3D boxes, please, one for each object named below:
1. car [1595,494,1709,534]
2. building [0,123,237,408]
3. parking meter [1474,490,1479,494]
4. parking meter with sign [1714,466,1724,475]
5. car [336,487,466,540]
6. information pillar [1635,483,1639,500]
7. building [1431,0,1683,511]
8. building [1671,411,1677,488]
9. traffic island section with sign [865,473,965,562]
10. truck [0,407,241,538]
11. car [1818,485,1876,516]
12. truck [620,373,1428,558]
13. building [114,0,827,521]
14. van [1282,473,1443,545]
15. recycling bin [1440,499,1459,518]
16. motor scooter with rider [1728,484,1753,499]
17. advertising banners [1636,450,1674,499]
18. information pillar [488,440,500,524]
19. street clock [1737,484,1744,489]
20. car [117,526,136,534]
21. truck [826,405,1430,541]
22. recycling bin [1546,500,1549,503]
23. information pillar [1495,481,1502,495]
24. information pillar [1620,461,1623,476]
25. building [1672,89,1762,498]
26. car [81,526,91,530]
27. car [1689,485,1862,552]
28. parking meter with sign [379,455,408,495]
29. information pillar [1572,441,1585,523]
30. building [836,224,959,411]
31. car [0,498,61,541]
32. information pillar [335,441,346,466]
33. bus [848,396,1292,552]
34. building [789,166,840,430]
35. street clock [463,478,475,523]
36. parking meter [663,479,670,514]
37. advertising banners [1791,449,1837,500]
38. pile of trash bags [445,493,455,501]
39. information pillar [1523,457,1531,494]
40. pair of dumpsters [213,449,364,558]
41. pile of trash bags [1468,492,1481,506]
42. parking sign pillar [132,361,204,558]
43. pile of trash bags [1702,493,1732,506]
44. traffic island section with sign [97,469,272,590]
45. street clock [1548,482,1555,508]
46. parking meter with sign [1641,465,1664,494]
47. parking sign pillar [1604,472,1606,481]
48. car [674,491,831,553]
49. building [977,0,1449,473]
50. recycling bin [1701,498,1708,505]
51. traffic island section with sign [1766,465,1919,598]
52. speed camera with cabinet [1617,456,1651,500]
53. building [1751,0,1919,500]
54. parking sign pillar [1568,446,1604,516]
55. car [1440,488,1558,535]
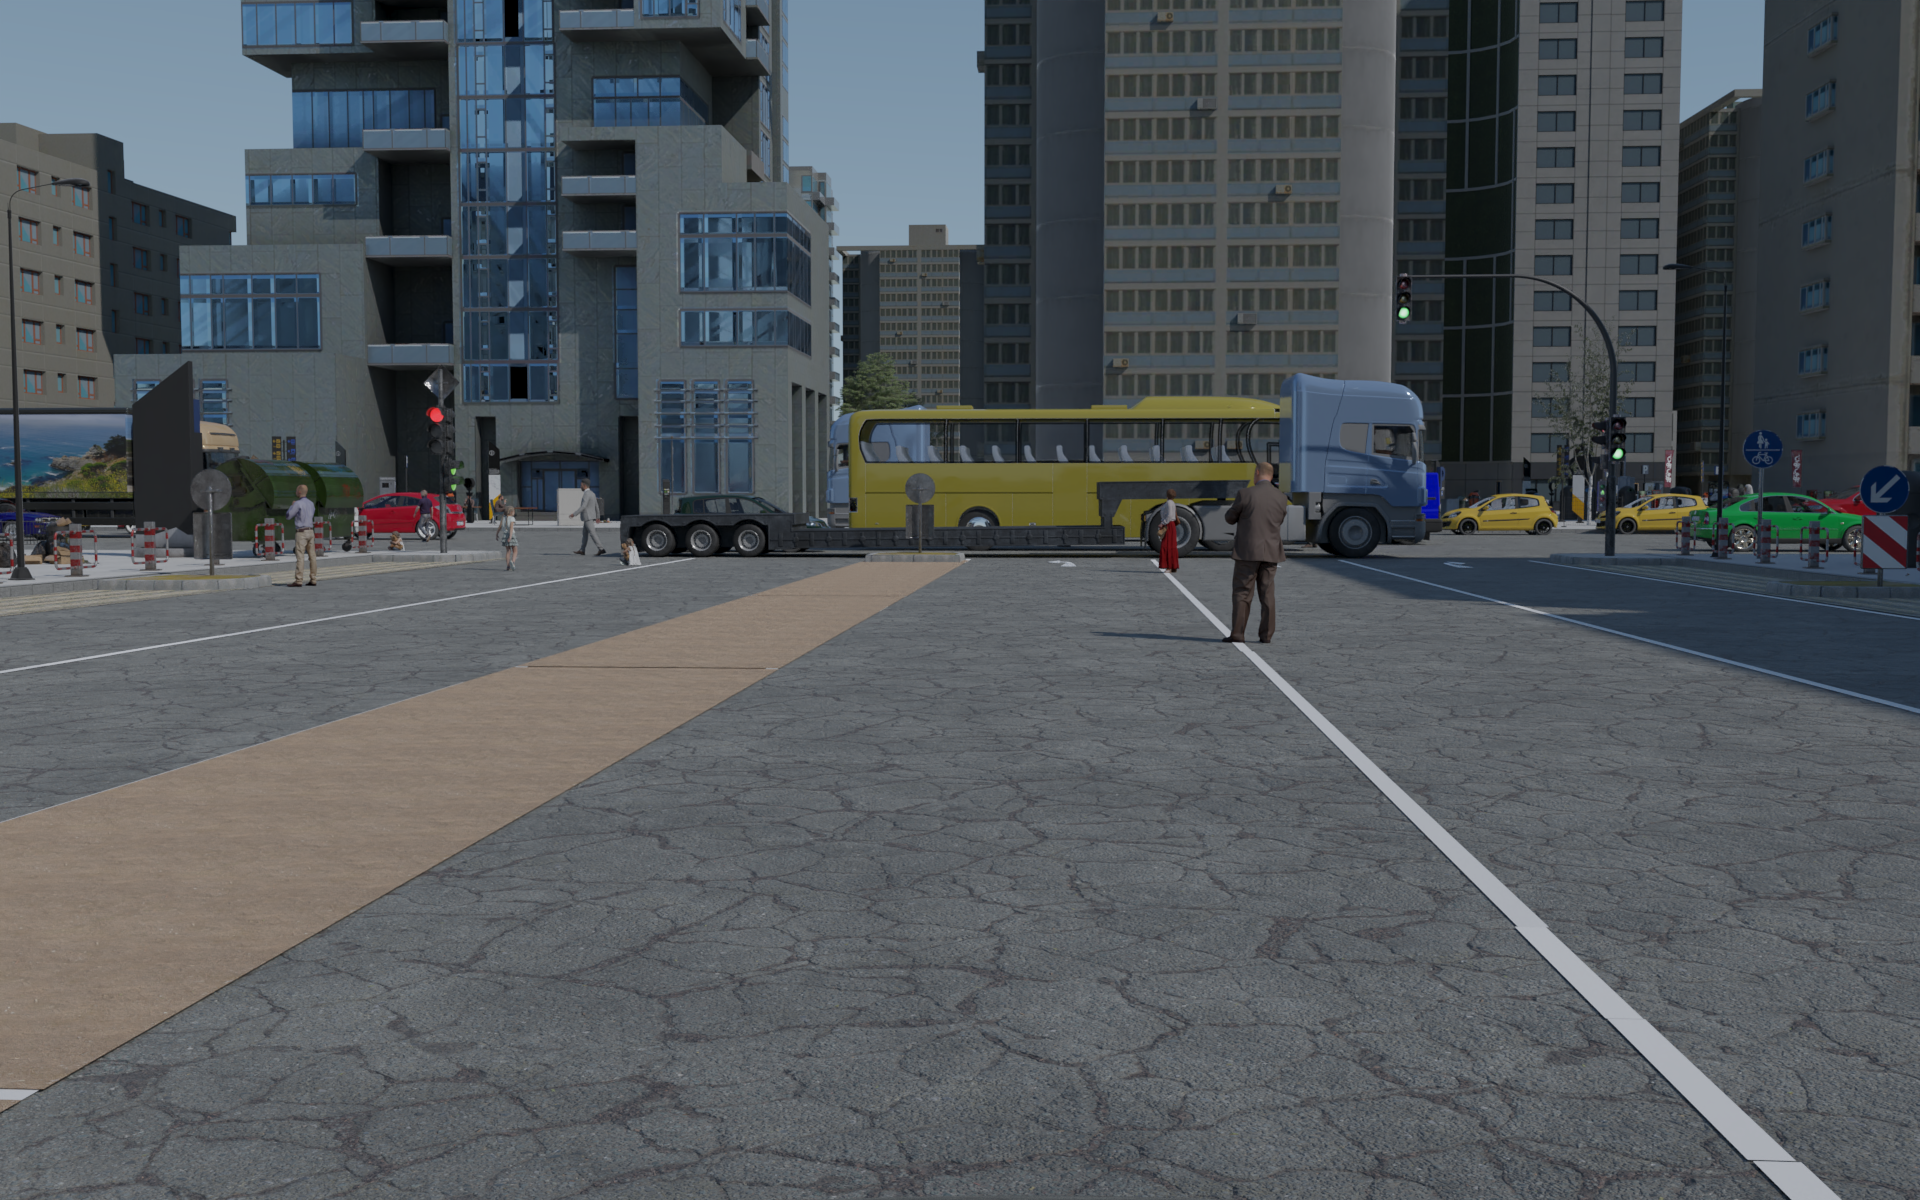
[{"bbox_3d":[24.893,-3.174,62.125,3.980,1.641,2.015,0,4,3],"label":"car"},{"bbox_3d":[-60.339,-15.304,95.256,28.899,21.520,27.650,0,4,4],"label":"building"},{"bbox_3d":[33.101,-6.280,111.092,0.372,1.533,0.369,0,3,0],"label":"parking meter"},{"bbox_3d":[47.470,-6.852,108.287,0.543,3.016,1.738,2,4,26],"label":"parking meter with sign"},{"bbox_3d":[-17.969,-2.799,54.802,4.494,1.783,2.155,0,4,4],"label":"car"},{"bbox_3d":[45.694,-6.890,117.151,0.304,2.012,0.304,1,4,13],"label":"information pillar"},{"bbox_3d":[44.964,-43.011,141.482,20.563,71.187,20.611,0,4,4],"label":"building"},{"bbox_3d":[50.598,-35.330,166.892,28.713,52.752,27.495,0,4,4],"label":"building"},{"bbox_3d":[-0.922,-1.776,37.177,2.006,1.907,1.989,0,4,4],"label":"traffic island section with sign"},{"bbox_3d":[-28.984,-4.188,57.380,11.283,4.237,2.839,0,4,5],"label":"truck"},{"bbox_3d":[32.074,-3.208,61.120,5.304,1.827,2.281,0,4,3],"label":"car"},{"bbox_3d":[1.742,-3.058,39.751,18.799,4.110,2.967,0,4,3],"label":"truck"},{"bbox_3d":[-22.704,-47.394,87.561,31.000,86.520,22.319,0,4,4],"label":"building"},{"bbox_3d":[10.979,-2.759,49.492,5.245,2.365,2.240,0,4,2],"label":"van"},{"bbox_3d":[26.129,-4.884,92.404,0.722,1.027,0.722,-1,4,-13],"label":"recycling bin"},{"bbox_3d":[24.469,-2.782,54.454,1.986,1.779,0.876,0,4,4],"label":"motor scooter with rider"},{"bbox_3d":[27.278,-4.388,67.926,2.074,3.025,0.090,-2,4,-29],"label":"advertising banners"},{"bbox_3d":[-20.178,-5.118,75.026,0.504,3.616,0.183,-1,4,-18],"label":"information pillar"},{"bbox_3d":[56.841,-7.439,126.196,0.471,2.002,0.358,-2,4,-27],"label":"street clock"},{"bbox_3d":[-27.957,-3.249,62.167,4.494,1.783,2.155,0,4,4],"label":"car"},{"bbox_3d":[4.653,-3.863,52.925,18.799,4.110,2.967,0,4,4],"label":"truck"},{"bbox_3d":[25.205,-3.846,75.431,0.722,1.027,0.722,2,4,27],"label":"recycling bin"},{"bbox_3d":[30.605,-5.747,98.461,0.304,2.012,0.304,2,4,27],"label":"information pillar"},{"bbox_3d":[40.073,-6.951,105.007,0.183,3.616,0.504,1,4,11],"label":"information pillar"},{"bbox_3d":[78.485,-28.820,163.080,23.993,40.220,32.217,0,4,4],"label":"building"},{"bbox_3d":[-34.113,-3.276,63.792,3.980,1.641,2.015,0,4,3],"label":"car"},{"bbox_3d":[20.767,-2.122,43.498,4.718,1.807,1.959,0,4,4],"label":"car"},{"bbox_3d":[-25.862,-5.012,78.215,1.738,3.016,0.543,-1,4,-13],"label":"parking meter with sign"},{"bbox_3d":[27.243,-5.191,76.235,0.504,3.616,0.183,2,4,24],"label":"information pillar"},{"bbox_3d":[-4.752,-34.291,252.539,23.993,40.220,32.217,0,4,4],"label":"building"},{"bbox_3d":[-29.978,-2.507,53.565,3.894,1.354,1.945,0,4,3],"label":"car"},{"bbox_3d":[-27.214,-5.186,76.138,0.504,3.616,0.183,1,4,14],"label":"information pillar"},{"bbox_3d":[3.358,-3.233,44.414,12.252,3.916,2.896,0,4,3],"label":"bus"},{"bbox_3d":[-32.543,-38.583,250.445,30.456,49.044,23.786,0,4,4],"label":"building"},{"bbox_3d":[-21.627,-4.391,76.356,0.471,2.002,0.358,1,4,20],"label":"street clock"},{"bbox_3d":[-11.553,-3.819,68.159,0.255,1.863,0.399,-1,4,-15],"label":"parking meter"},{"bbox_3d":[33.217,-4.359,67.460,0.090,3.025,2.074,-2,4,-25],"label":"advertising banners"},{"bbox_3d":[-22.848,-3.858,72.824,3.447,1.369,1.912,1,4,11],"label":"pile of trash bags"},{"bbox_3d":[35.733,-7.211,109.254,0.504,3.616,0.183,0,4,-6],"label":"information pillar"},{"bbox_3d":[-14.165,-2.074,36.407,1.574,2.255,4.437,0,4,4],"label":"pair of dumpsters"},{"bbox_3d":[28.278,-4.932,90.396,3.447,1.369,1.912,1,4,21],"label":"pile of trash bags"},{"bbox_3d":[-16.190,-2.871,35.416,1.447,3.967,1.447,1,4,10],"label":"parking sign pillar"},{"bbox_3d":[44.157,-5.624,101.699,1.912,1.369,3.447,-1,4,-11],"label":"pile of trash bags"},{"bbox_3d":[-11.736,-1.095,26.530,1.989,1.847,2.006,0,4,4],"label":"traffic island section with sign"},{"bbox_3d":[36.919,-6.331,108.084,0.358,2.002,0.471,3,5,45],"label":"street clock"},{"bbox_3d":[41.528,-6.547,103.297,0.543,3.016,1.738,-2,4,-32],"label":"parking meter with sign"},{"bbox_3d":[46.450,-8.372,125.348,1.447,3.967,1.447,0,4,-2],"label":"parking sign pillar"},{"bbox_3d":[-5.290,-2.041,43.163,4.222,1.686,2.009,0,4,5],"label":"car"},{"bbox_3d":[13.211,-24.564,93.496,23.993,40.220,32.217,0,4,4],"label":"building"},{"bbox_3d":[49.082,-6.223,114.308,0.722,1.027,0.722,0,4,5],"label":"recycling bin"},{"bbox_3d":[12.667,-0.978,24.616,1.989,1.847,2.006,0,4,4],"label":"traffic island section with sign"},{"bbox_3d":[34.995,-5.807,89.279,0.660,3.252,2.038,-3,5,-42],"label":"speed camera with cabinet"},{"bbox_3d":[50.800,-28.060,82.489,21.600,48.544,21.300,0,4,4],"label":"building"},{"bbox_3d":[33.592,-6.431,93.620,1.447,3.967,1.447,-3,5,-45],"label":"parking sign pillar"},{"bbox_3d":[18.918,-3.101,60.921,3.980,1.641,2.015,0,4,4],"label":"car"}]
